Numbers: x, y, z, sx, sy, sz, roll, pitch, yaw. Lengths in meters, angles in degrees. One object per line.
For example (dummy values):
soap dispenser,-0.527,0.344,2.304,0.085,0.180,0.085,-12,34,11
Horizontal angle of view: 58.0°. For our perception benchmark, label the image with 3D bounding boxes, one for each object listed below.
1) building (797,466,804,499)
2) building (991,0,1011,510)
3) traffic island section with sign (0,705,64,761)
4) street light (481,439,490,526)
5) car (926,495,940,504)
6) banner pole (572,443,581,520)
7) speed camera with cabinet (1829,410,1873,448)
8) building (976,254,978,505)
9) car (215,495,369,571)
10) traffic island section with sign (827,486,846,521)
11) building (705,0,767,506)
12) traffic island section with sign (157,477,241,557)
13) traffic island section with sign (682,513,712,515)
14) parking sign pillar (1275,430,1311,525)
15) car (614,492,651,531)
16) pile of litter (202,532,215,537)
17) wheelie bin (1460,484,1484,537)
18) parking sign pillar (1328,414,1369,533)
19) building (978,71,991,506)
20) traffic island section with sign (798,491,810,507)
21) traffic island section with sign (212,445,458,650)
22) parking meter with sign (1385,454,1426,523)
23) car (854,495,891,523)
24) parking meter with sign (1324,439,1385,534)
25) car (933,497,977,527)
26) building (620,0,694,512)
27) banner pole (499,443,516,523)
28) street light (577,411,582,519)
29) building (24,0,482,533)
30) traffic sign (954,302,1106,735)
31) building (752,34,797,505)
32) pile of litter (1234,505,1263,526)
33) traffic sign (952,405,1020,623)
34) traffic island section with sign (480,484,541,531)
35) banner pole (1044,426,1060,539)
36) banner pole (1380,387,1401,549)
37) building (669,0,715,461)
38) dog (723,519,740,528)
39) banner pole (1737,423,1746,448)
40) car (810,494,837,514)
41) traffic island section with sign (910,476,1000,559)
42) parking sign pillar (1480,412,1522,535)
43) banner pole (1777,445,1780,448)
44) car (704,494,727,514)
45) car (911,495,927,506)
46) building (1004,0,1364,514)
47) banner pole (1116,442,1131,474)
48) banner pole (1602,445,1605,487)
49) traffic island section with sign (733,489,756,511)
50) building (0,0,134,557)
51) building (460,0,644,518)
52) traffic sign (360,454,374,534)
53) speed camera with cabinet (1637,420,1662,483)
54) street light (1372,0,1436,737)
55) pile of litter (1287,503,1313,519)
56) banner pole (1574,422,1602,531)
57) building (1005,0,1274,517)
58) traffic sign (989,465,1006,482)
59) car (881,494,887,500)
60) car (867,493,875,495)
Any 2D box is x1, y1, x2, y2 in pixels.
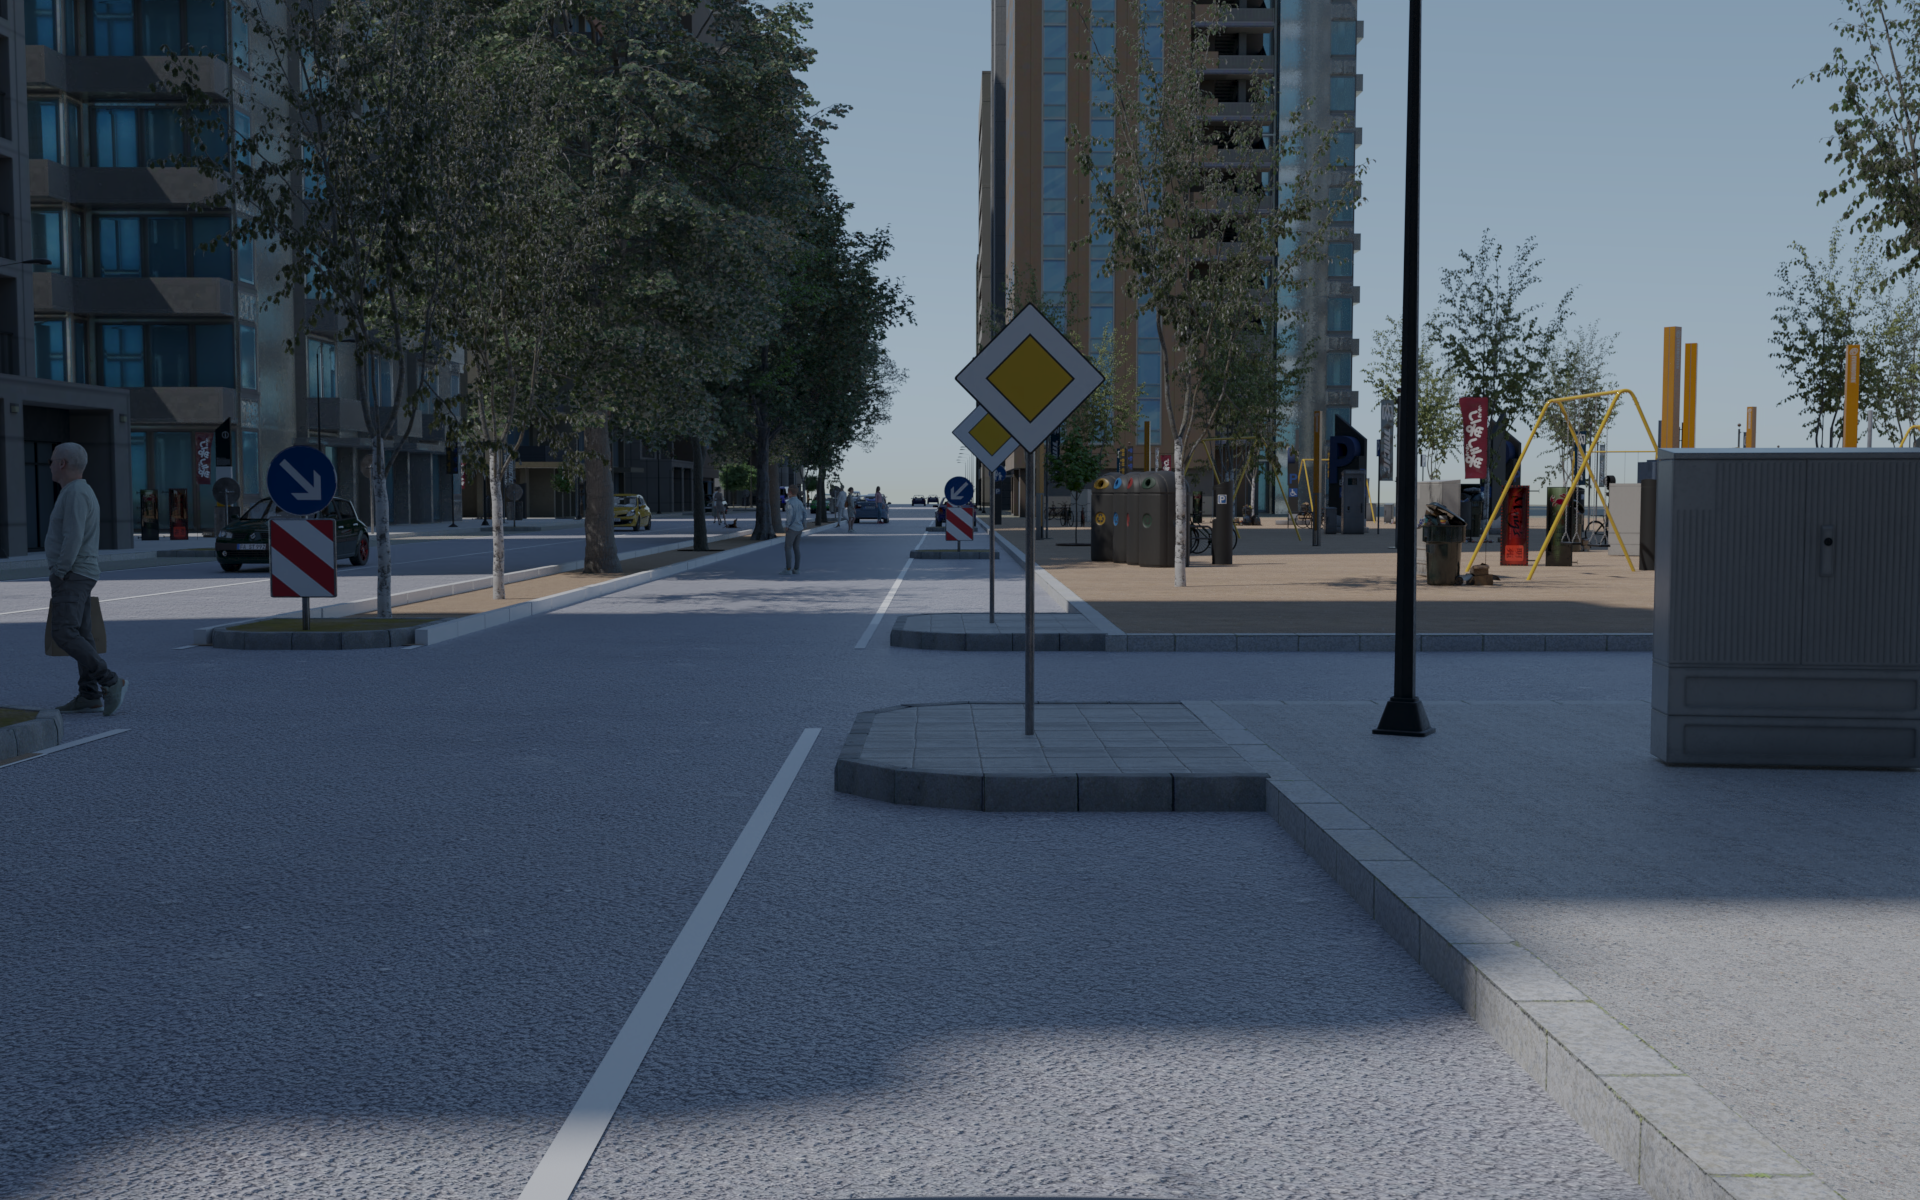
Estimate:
building,-29.211,-36.072,239.886,14.600,45.320,14.200,0,4,0
building,13.205,-37.338,152.477,21.231,58.520,28.212,0,4,0
traffic island section with sign,-6.119,-0.080,9.448,2.006,1.907,1.989,0,4,0
street light,-18.820,-5.989,70.455,1.470,5.913,1.316,0,4,0
car,-3.860,-14.431,248.519,1.945,1.354,3.894,0,3,0
banner pole,-19.036,-5.856,85.764,0.401,3.779,0.863,-1,4,-18
speed camera with cabinet,20.750,-2.842,40.808,2.038,3.252,0.660,0,4,7
building,8.902,-26.767,209.342,14.160,30.474,14.107,0,4,0
car,-12.792,-1.440,33.332,2.009,1.686,4.222,0,4,0
traffic island section with sign,-6.672,-5.129,91.991,2.006,1.907,1.989,0,4,0
building,-35.612,-36.733,189.824,28.713,52.752,27.495,0,4,0
traffic island section with sign,-17.107,-1.915,39.941,1.989,1.847,2.006,0,4,0
traffic island section with sign,-17.632,-6.626,116.969,1.989,1.847,2.006,0,4,0
parking sign pillar,13.866,-5.111,72.030,1.447,3.967,1.447,1,4,11
car,-13.173,-3.512,67.640,2.015,1.641,3.980,0,4,-1
pile of litter,-21.840,-2.283,51.295,1.176,0.858,1.719,-2,4,-26
wheelie bin,15.291,-2.691,51.900,0.980,1.594,0.693,0,3,0
parking sign pillar,12.914,-4.233,57.681,1.447,3.967,1.447,-3,4,-37
building,12.852,-34.697,190.996,21.300,48.544,21.600,0,4,0
traffic island section with sign,-18.166,-11.577,197.911,1.989,1.847,2.006,0,4,0
traffic island section with sign,-6.159,-0.533,16.855,2.006,1.907,1.989,0,4,0
parking meter with sign,19.675,-4.919,76.693,1.738,3.016,0.543,2,4,33
car,-4.422,-4.535,86.150,2.014,1.417,4.499,0,4,-1
parking meter with sign,12.502,-3.600,55.128,1.738,3.016,0.543,0,4,2
car,-0.201,-3.816,74.977,1.945,1.354,3.894,0,4,-2
building,-30.516,-42.302,129.890,20.563,71.187,20.611,0,4,0
banner pole,-19.814,-5.255,75.928,0.401,3.779,0.863,3,5,42
street light,-18.814,-7.053,87.851,1.470,5.913,1.316,0,4,0
building,-33.178,-27.432,68.118,23.786,49.044,30.456,0,4,0
traffic sign,0.368,-0.338,9.175,0.795,2.450,0.064,0,4,0
building,-32.443,-41.354,218.136,21.231,58.520,28.212,0,4,0
pile of litter,11.508,-3.448,70.334,1.719,0.858,1.176,0,4,-5
traffic sign,0.315,-0.827,17.160,0.795,2.450,0.064,0,4,0
traffic island section with sign,-17.294,-3.564,66.896,1.989,1.847,2.006,0,4,0
banner pole,2.609,-3.620,49.204,0.401,3.779,0.863,-2,4,-33
banner pole,10.097,-3.090,40.544,0.863,3.779,0.401,-2,4,-35
building,-28.617,-30.456,148.065,14.600,45.320,14.200,0,4,0
dog,-9.578,-3.205,72.600,0.748,0.427,0.550,3,4,38
banner pole,27.787,-4.365,61.383,0.863,3.779,0.401,0,4,-7
car,-10.038,-7.250,127.337,1.959,1.807,4.718,0,4,-1
traffic island section with sign,-0.130,-1.857,38.984,1.989,1.847,2.006,0,4,0
parking sign pillar,16.974,-4.080,55.186,1.447,3.967,1.447,2,4,35
banner pole,41.771,-6.057,89.046,0.863,3.779,0.401,2,4,29
car,-17.473,-6.868,122.084,2.009,1.686,4.222,0,3,0
car,-4.978,-12.043,209.482,1.945,1.354,3.894,0,4,-1
building,15.165,-30.782,122.902,23.786,49.044,30.456,0,4,0
banner pole,7.907,-5.698,83.174,0.863,3.779,0.401,1,4,20
banner pole,28.373,-5.308,76.808,0.863,3.779,0.401,-3,4,-39
traffic island section with sign,-17.813,-8.288,144.140,1.989,1.847,2.006,0,4,0
building,-29.608,-36.437,33.995,20.563,71.187,20.611,0,4,0
building,-31.922,-27.607,105.993,22.147,44.769,28.867,0,4,0
traffic sign,-18.897,-3.396,55.631,0.768,2.556,0.104,0,4,2
speed camera with cabinet,19.306,-3.216,46.911,2.038,3.252,0.660,-2,4,-24
street light,1.846,-2.238,9.135,1.470,5.913,1.316,0,4,0
pile of litter,17.849,-4.632,89.706,1.719,0.858,1.176,3,4,36
banner pole,21.732,-4.301,60.336,0.401,3.779,0.863,-2,4,-35
building,9.807,-27.559,100.693,14.600,45.320,14.200,0,4,0
traffic sign,1.625,-4.586,75.087,0.768,2.556,0.104,0,4,5
car,-10.822,-13.703,233.084,2.155,1.783,4.494,0,4,-1
car,-9.687,-11.178,192.348,1.945,1.707,3.694,0,4,2
